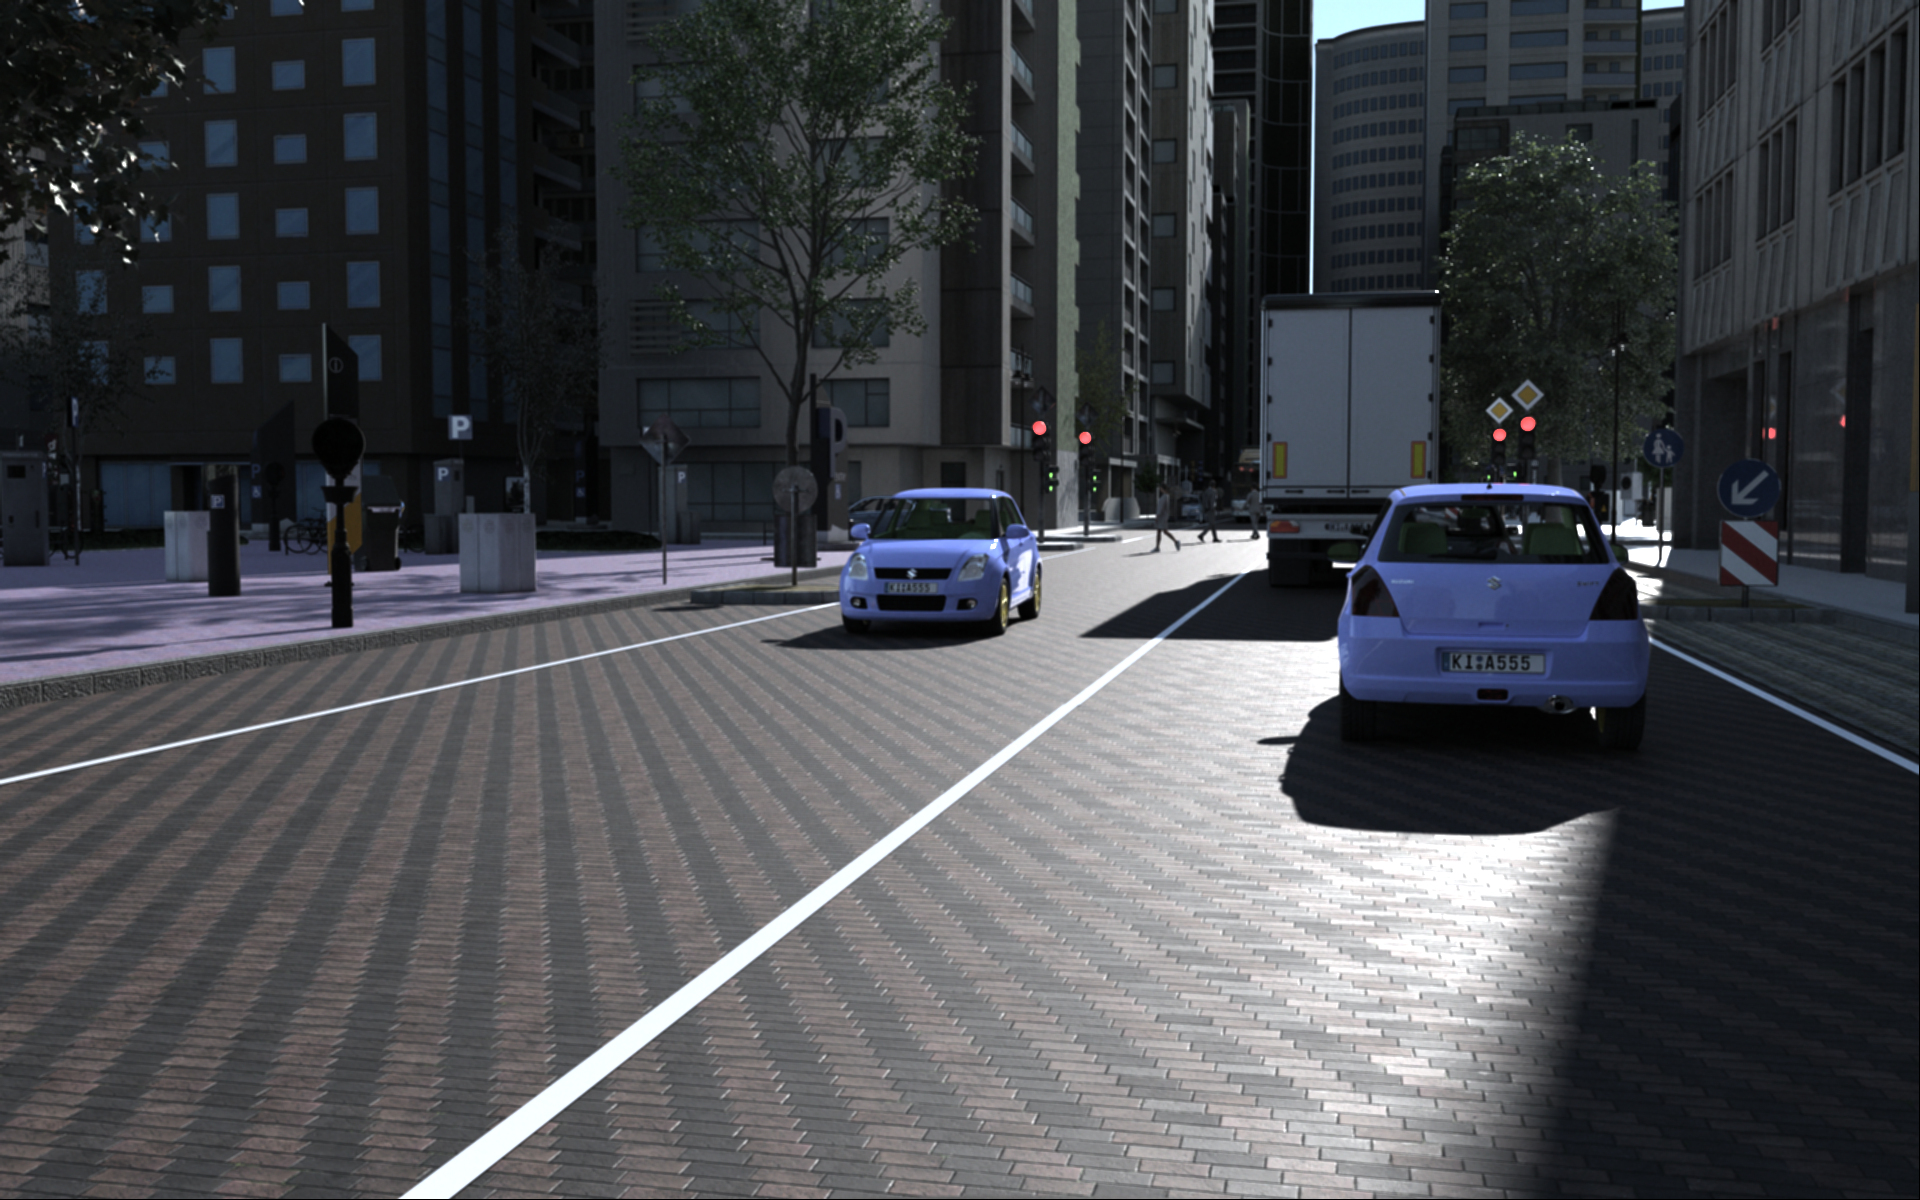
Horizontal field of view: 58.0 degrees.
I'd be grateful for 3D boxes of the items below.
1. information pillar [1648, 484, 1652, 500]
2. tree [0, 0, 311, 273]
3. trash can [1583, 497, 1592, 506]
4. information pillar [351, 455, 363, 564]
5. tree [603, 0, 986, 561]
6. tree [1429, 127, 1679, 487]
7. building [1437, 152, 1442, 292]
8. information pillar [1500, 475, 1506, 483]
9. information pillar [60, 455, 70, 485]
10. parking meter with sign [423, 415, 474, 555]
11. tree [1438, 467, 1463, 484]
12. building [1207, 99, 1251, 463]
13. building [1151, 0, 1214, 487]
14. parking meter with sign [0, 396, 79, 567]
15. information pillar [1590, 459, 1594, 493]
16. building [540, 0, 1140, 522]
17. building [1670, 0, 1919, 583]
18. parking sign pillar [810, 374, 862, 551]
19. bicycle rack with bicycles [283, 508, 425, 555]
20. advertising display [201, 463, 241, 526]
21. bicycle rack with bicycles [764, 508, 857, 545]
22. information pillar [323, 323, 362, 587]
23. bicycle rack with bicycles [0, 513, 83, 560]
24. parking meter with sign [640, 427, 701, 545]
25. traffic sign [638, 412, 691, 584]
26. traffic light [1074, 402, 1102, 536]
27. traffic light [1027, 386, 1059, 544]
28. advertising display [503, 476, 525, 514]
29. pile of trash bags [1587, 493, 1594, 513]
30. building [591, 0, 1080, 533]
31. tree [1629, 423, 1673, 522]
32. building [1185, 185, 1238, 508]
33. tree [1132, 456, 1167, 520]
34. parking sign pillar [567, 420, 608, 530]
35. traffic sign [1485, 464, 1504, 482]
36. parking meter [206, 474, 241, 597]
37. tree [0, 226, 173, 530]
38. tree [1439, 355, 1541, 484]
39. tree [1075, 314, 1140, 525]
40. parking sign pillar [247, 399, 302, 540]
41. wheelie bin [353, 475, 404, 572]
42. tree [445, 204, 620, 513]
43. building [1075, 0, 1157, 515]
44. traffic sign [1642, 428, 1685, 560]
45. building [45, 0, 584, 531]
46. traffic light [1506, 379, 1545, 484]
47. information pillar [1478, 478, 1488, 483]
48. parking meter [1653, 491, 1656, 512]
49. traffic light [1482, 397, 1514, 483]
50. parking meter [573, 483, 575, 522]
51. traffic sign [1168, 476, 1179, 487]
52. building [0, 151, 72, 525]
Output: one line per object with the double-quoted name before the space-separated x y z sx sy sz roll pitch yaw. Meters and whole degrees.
"information pillar" 41.177 -6.850 103.344 0.183 3.616 0.504 2 4 32
"tree" -8.275 -5.602 8.600 9.611 12.733 9.660 0 3 0
"trash can" 26.342 -3.771 73.307 0.748 1.137 0.748 0 3 0
"information pillar" -11.092 -1.662 31.674 0.304 2.012 0.304 0 4 -6
"tree" -3.117 -6.566 33.109 9.928 11.665 9.643 0 3 0
"tree" 20.461 -9.343 59.421 9.857 13.997 8.962 0 3 0
"building" 47.042 -22.831 144.984 14.160 30.474 14.107 1 4 13
"information pillar" 21.161 -3.871 67.782 0.304 2.012 0.304 2 4 32
"information pillar" -36.776 -4.878 71.111 0.504 3.616 0.183 1 4 11
"parking meter with sign" -11.050 -2.514 37.369 0.543 3.016 1.738 0 4 5
"tree" 31.466 -7.160 111.667 1.663 3.219 1.824 0 3 0
"building" 21.692 -30.088 175.533 14.154 41.232 14.086 1 4 13
"building" 6.429 -33.833 142.405 28.713 52.752 27.495 1 4 13
"parking meter with sign" -16.686 -2.116 30.864 1.738 3.016 0.543 -1 4 -16
"information pillar" 41.691 -7.516 114.237 0.183 3.616 0.504 3 4 37
"building" -7.464 -24.330 89.670 32.217 40.220 23.993 1 4 13
"building" 20.432 -12.907 29.059 12.078 24.808 19.932 1 4 13
"parking sign pillar" -2.968 -3.114 39.389 1.447 3.967 1.447 1 4 17
"bicycle rack with bicycles" -13.265 -1.460 37.255 2.925 0.926 2.852 1 4 11
"advertising display" -15.496 -1.905 36.364 0.123 1.923 0.974 1 4 19
"bicycle rack with bicycles" -3.653 -1.883 44.172 2.852 0.926 2.925 1 4 16
"information pillar" -8.579 -1.999 24.041 0.183 3.616 0.504 3 5 43
"bicycle rack with bicycles" -18.460 -1.235 33.574 2.852 0.926 2.925 2 4 34
"parking meter with sign" -7.379 -2.945 44.409 1.738 3.016 0.543 3 4 36
"traffic sign" -4.191 -1.428 24.536 0.795 2.450 0.064 1 4 15
"traffic light" 3.868 -3.899 52.676 0.839 4.253 0.868 1 4 13
"traffic light" 2.127 -3.423 44.882 0.839 4.253 0.868 1 4 13
"advertising display" -15.628 -3.403 60.856 0.123 1.923 0.974 2 4 35
"pile of trash bags" 37.753 -6.017 108.131 3.447 1.369 1.912 0 4 -2
"building" -3.731 -23.092 61.156 14.154 41.232 14.086 1 4 13
"tree" 32.684 -5.889 79.994 4.285 4.588 4.351 0 3 0
"building" 18.408 -23.882 162.176 14.160 30.474 14.107 1 4 13
"tree" 9.419 -5.666 87.239 1.663 3.219 1.824 0 3 0
"parking sign pillar" -13.447 -4.519 62.364 1.447 3.967 1.447 0 4 8
"traffic sign" 22.221 -4.403 72.090 0.768 2.556 0.104 1 4 19
"parking meter" -9.282 -0.820 21.816 0.372 1.533 0.369 0 3 0
"tree" -23.998 -5.923 47.197 4.360 8.622 3.978 0 3 0
"tree" 25.931 -8.094 82.704 4.737 8.622 4.395 0 3 0
"tree" 5.360 -7.422 71.719 4.737 8.622 4.395 0 3 0
"parking sign pillar" -19.342 -3.688 48.776 1.447 3.967 1.447 1 4 22
"wheelie bin" -9.808 -1.285 28.924 0.693 1.594 0.980 3 5 43
"tree" -11.090 -5.797 45.139 4.360 8.622 3.978 0 3 0
"building" 4.463 -41.517 117.058 20.563 71.187 20.611 1 4 13
"traffic sign" 13.638 -2.052 33.649 0.768 2.556 0.104 1 4 14
"building" -24.234 -25.464 66.451 14.200 45.320 14.600 1 4 13
"traffic light" 13.805 -3.265 42.299 0.839 4.253 0.868 1 4 13
"information pillar" 23.220 -4.432 76.953 0.304 2.012 0.304 -1 4 -9
"parking meter" 42.731 -5.985 106.270 0.372 1.533 0.369 0 3 0
"traffic light" 15.546 -3.741 50.093 0.839 4.253 0.868 1 4 13
"parking meter" -17.628 -4.535 79.851 0.255 1.863 0.399 1 4 12
"traffic sign" 11.847 -5.753 96.187 0.606 2.300 0.079 1 4 14
"building" -51.753 -32.710 76.810 28.212 58.520 21.231 1 4 13
